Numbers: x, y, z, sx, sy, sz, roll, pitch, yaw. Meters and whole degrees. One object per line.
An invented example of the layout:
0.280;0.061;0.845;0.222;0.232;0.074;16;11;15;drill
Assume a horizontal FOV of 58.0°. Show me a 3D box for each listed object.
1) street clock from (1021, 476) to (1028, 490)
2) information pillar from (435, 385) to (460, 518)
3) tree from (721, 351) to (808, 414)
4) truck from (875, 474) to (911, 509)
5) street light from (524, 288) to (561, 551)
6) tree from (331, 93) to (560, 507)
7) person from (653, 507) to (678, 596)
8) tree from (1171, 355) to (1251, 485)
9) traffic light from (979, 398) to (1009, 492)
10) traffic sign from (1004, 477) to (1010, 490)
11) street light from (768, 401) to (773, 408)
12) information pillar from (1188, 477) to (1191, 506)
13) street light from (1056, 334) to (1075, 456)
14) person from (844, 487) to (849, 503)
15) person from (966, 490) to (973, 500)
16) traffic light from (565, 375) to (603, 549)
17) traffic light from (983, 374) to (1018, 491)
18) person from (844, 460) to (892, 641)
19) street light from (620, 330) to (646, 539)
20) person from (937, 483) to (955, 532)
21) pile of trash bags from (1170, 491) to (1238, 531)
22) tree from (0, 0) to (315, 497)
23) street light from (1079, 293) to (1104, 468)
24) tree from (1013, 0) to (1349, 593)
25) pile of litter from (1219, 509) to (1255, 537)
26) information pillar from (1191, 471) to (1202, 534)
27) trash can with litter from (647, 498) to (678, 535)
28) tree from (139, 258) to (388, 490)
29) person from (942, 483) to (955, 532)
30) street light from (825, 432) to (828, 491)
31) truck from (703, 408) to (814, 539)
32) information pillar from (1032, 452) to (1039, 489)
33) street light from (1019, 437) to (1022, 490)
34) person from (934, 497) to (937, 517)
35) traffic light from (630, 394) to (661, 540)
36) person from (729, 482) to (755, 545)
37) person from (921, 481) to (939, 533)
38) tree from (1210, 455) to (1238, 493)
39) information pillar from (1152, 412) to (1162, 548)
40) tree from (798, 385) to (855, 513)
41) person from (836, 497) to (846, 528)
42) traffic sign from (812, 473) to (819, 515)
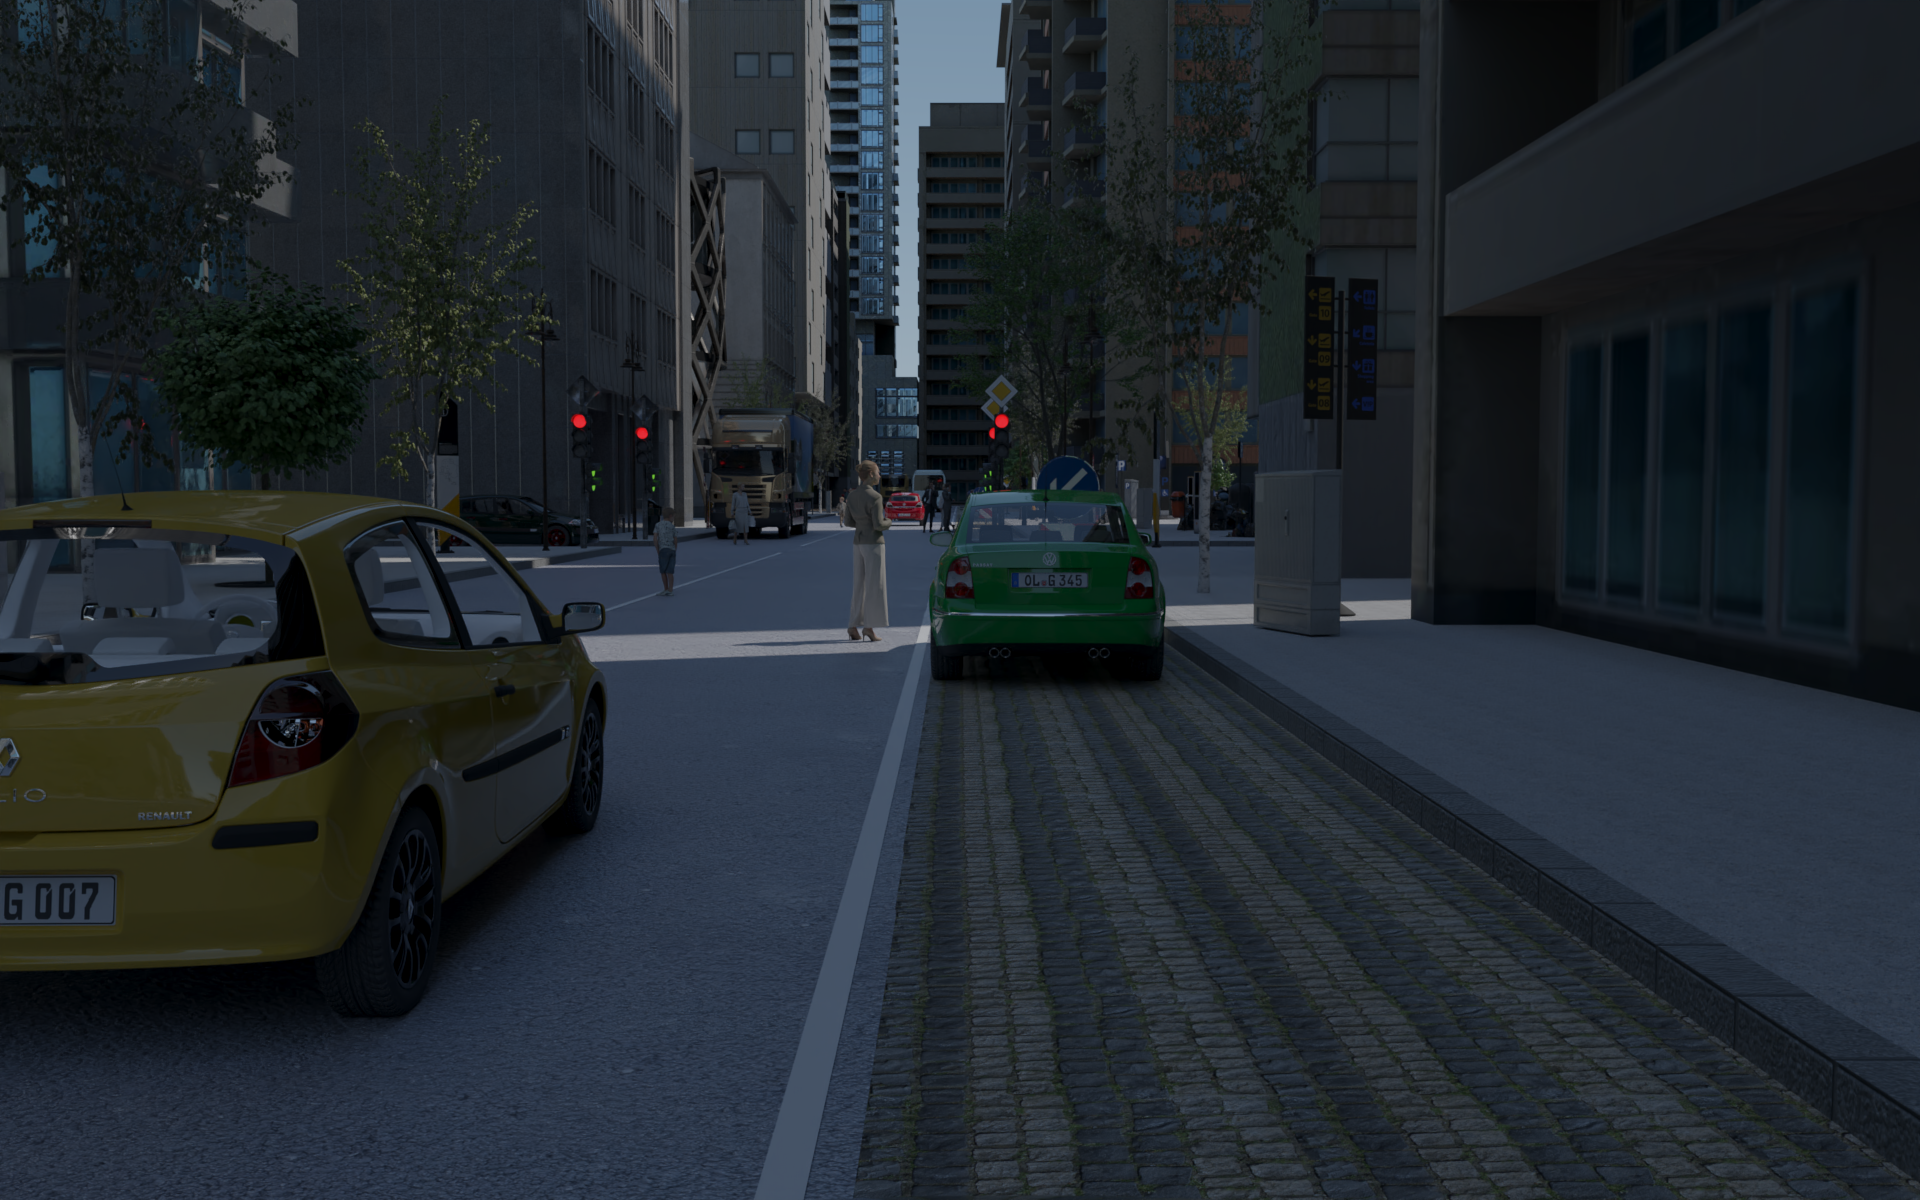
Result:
2.628;-4.048;70.757;0.358;2.002;0.471;1;4;13;street clock
-11.094;-2.820;37.465;0.504;3.616;0.183;-3;5;-43;information pillar
-10.339;-8.531;89.836;4.737;8.622;4.395;0;3;0;tree
-6.402;-10.596;169.165;3.469;3.379;9.791;0;4;0;truck
-9.371;-4.051;39.016;0.468;5.910;1.993;0;3;0;street light
-9.968;-5.047;32.875;4.737;8.622;4.395;0;3;0;tree
-4.147;-0.684;24.373;0.332;1.250;0.352;1;4;13;person
13.121;-8.567;90.434;4.737;8.622;4.395;0;3;0;tree
0.955;-3.658;48.734;0.839;4.253;0.868;0;3;0;traffic light
2.668;-5.969;98.780;0.795;2.450;0.064;0;4;7;traffic sign
-9.371;-6.912;85.804;0.468;5.910;1.993;0;3;0;street light
9.852;-4.211;73.338;0.304;2.012;0.304;-3;5;-44;information pillar
3.057;-4.744;50.357;0.468;5.910;1.993;0;3;0;street light
-6.703;-5.700;101.677;0.713;1.824;0.794;1;4;21;person
0.943;-8.370;145.904;0.990;1.755;0.434;-1;4;-16;person
-8.855;-3.169;40.732;0.839;4.253;0.868;0;3;0;traffic light
0.956;-3.170;40.749;0.839;4.253;0.868;0;3;0;traffic light
-0.865;-0.478;16.868;0.362;1.759;0.519;-3;5;-44;person
-9.228;-4.659;48.961;0.468;5.910;1.993;0;3;0;street light
-0.515;-3.493;65.494;0.818;1.842;0.514;-1;4;-19;person
8.477;-3.143;61.147;1.912;1.369;3.447;3;5;39;pile of trash bags
-9.539;-4.214;19.263;4.360;8.622;3.978;0;3;0;tree
3.029;-4.109;39.964;0.468;5.910;1.993;0;3;0;street light
3.068;-4.410;22.468;4.360;8.622;3.978;0;3;0;tree
8.540;-2.306;51.674;1.176;0.858;1.719;-2;4;-30;pile of litter
7.767;-3.146;55.936;0.304;2.012;0.304;-2;4;-30;information pillar
-9.363;-2.609;54.037;1.055;1.170;0.624;-1;4;-22;trash can with litter
-9.705;-2.487;24.369;4.285;4.588;4.351;0;3;0;tree
-0.401;-3.424;64.294;0.447;1.846;0.655;1;4;20;person
-9.380;-9.155;122.474;0.468;5.910;1.993;0;3;0;street light
-6.650;-4.281;58.911;2.839;4.237;11.283;0;4;0;truck
3.728;-5.784;85.930;0.183;3.616;0.504;2;4;35;information pillar
3.032;-6.982;86.949;0.468;5.910;1.993;0;3;0;street light
-1.748;-6.058;107.722;0.661;1.801;0.590;3;5;40;person
-8.856;-3.657;48.717;0.839;4.253;0.868;0;3;0;traffic light
-6.172;-2.450;48.916;0.694;1.780;0.624;-1;4;-21;person
-1.098;-3.459;64.423;0.648;1.900;0.474;-1;4;-14;person
12.528;-5.501;84.538;1.663;3.219;1.824;0;3;0;tree
4.702;-3.061;41.409;0.183;3.616;0.504;1;4;15;information pillar
-9.200;-10.168;116.602;4.360;8.622;3.978;0;3;0;tree
-5.040;-3.752;74.118;0.475;1.303;0.640;-1;4;-21;person
-8.988;-6.446;105.504;0.768;2.556;0.104;0;4;1;traffic sign
